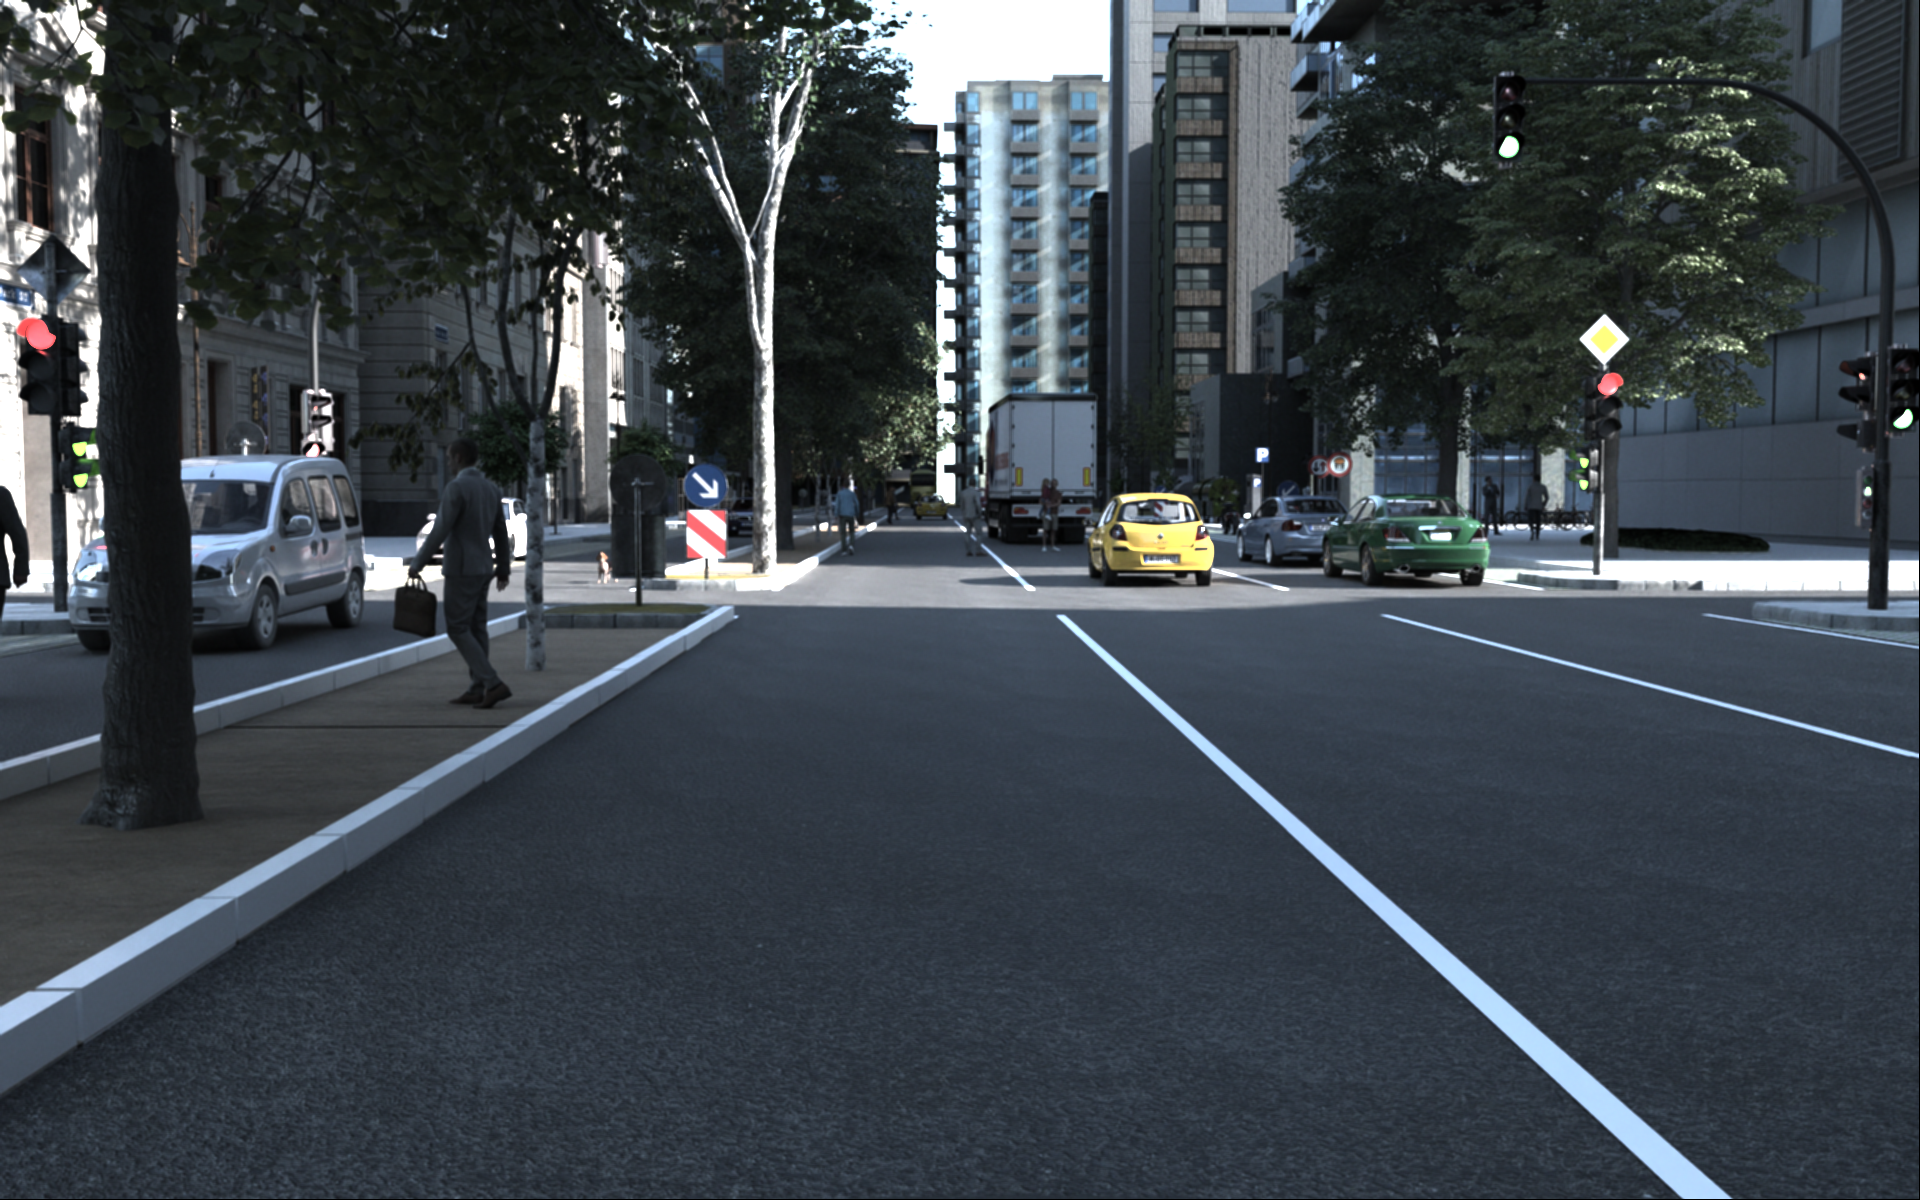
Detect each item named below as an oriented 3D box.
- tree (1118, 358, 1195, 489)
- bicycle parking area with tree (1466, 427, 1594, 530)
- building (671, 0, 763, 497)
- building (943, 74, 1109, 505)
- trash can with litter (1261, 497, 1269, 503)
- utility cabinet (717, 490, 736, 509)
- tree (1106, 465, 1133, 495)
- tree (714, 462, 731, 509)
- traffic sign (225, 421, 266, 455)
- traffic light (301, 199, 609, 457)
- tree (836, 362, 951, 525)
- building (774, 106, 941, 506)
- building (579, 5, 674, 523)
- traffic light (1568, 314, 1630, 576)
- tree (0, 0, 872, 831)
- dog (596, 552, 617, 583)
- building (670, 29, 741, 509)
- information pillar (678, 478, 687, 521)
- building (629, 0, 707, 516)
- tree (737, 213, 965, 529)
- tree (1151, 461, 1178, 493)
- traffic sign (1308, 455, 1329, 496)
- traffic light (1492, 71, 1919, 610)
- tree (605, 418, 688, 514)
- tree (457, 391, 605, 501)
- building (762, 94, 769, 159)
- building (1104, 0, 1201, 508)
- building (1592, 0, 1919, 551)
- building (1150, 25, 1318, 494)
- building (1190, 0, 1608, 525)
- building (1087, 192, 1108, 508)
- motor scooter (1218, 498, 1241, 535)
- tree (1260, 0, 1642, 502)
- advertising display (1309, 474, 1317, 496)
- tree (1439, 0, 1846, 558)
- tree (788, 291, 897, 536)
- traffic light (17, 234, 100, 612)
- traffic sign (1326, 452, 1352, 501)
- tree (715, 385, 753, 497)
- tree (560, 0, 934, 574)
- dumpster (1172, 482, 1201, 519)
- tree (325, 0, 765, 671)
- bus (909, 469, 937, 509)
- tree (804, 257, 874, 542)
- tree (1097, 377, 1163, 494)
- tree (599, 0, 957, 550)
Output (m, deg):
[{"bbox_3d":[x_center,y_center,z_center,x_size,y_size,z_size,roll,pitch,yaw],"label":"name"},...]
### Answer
[{"bbox_3d":[10.681,-8.665,92.039,4.737,8.622,4.395,0,3,0],"label":"tree"},{"bbox_3d":[19.890,-4.803,65.535,9.016,4.147,8.231,3,5,41],"label":"bicycle parking area with tree"},{"bbox_3d":[-24.989,-30.755,152.948,14.600,45.320,14.200,0,4,-1],"label":"building"},{"bbox_3d":[13.232,-35.512,200.235,30.456,49.044,23.786,0,4,-1],"label":"building"},{"bbox_3d":[11.243,-3.102,62.103,0.624,1.170,1.055,-2,4,-25],"label":"trash can with litter"},{"bbox_3d":[-13.672,-5.655,101.140,1.173,1.500,0.318,0,4,-2],"label":"utility cabinet"},{"bbox_3d":[10.404,-7.295,113.868,1.663,3.219,1.824,0,3,0],"label":"tree"},{"bbox_3d":[-14.503,-6.618,102.804,1.663,3.219,1.824,0,3,0],"label":"tree"},{"bbox_3d":[-12.452,-1.839,30.181,0.768,2.556,0.104,0,4,8],"label":"traffic sign"},{"bbox_3d":[-7.846,-3.190,26.820,4.771,5.953,1.251,0,4,-1],"label":"traffic light"},{"bbox_3d":[-4.592,-8.777,80.376,8.767,10.594,7.601,0,4,-1],"label":"tree"},{"bbox_3d":[-16.718,-33.269,198.564,28.867,44.769,22.147,0,4,-1],"label":"building"},{"bbox_3d":[-21.721,-16.367,85.626,12.078,24.808,19.932,0,4,-1],"label":"building"},{"bbox_3d":[10.021,-2.339,27.158,0.839,4.253,0.868,0,4,-1],"label":"traffic light"},{"bbox_3d":[-3.657,-5.323,7.609,7.486,12.596,7.792,0,3,0],"label":"tree"},{"bbox_3d":[-5.706,-0.533,27.996,0.406,0.507,0.540,-2,4,-28],"label":"dog"},{"bbox_3d":[-33.801,-27.033,133.863,32.217,40.220,23.993,0,4,-1],"label":"building"},{"bbox_3d":[-13.084,-4.724,81.724,0.304,2.012,0.304,2,4,26],"label":"information pillar"},{"bbox_3d":[-27.263,-41.117,110.515,20.563,71.187,20.611,0,4,-1],"label":"building"},{"bbox_3d":[-4.535,-9.230,70.368,9.611,12.733,9.660,0,3,0],"label":"tree"},{"bbox_3d":[11.662,-6.387,99.030,1.663,3.219,1.824,0,3,0],"label":"tree"},{"bbox_3d":[11.720,-3.450,56.520,0.768,2.556,0.104,0,4,7],"label":"traffic sign"},{"bbox_3d":[8.091,-2.711,18.992,4.771,5.953,1.251,0,4,-1],"label":"traffic light"},{"bbox_3d":[-13.223,-5.426,72.427,4.285,4.588,4.351,0,3,0],"label":"tree"},{"bbox_3d":[-13.547,-4.231,52.894,4.285,4.588,4.351,0,3,0],"label":"tree"},{"bbox_3d":[-25.537,-29.584,167.292,14.086,41.232,14.154,0,4,-1],"label":"building"},{"bbox_3d":[23.061,-36.941,145.978,21.231,58.520,28.212,0,4,-1],"label":"building"},{"bbox_3d":[33.795,-27.731,42.636,27.495,52.752,28.713,0,4,-1],"label":"building"},{"bbox_3d":[19.802,-20.743,110.855,14.160,30.474,14.107,0,4,-1],"label":"building"},{"bbox_3d":[25.122,-47.257,85.331,22.319,86.520,31.000,0,4,-1],"label":"building"},{"bbox_3d":[19.229,-24.231,167.882,14.160,30.474,14.107,0,4,-1],"label":"building"},{"bbox_3d":[9.461,-2.929,60.661,0.815,1.314,1.986,0,4,-2],"label":"motor scooter"},{"bbox_3d":[12.631,-8.411,44.180,9.857,13.997,8.962,0,3,0],"label":"tree"},{"bbox_3d":[11.332,-3.081,55.588,0.123,1.923,0.974,0,4,4],"label":"advertising display"},{"bbox_3d":[13.421,-7.110,34.374,7.486,12.596,7.792,0,3,0],"label":"tree"},{"bbox_3d":[-4.362,-6.753,63.233,4.737,8.622,4.395,0,3,0],"label":"tree"},{"bbox_3d":[-9.776,-1.825,18.760,0.839,4.253,0.868,0,4,-1],"label":"traffic light"},{"bbox_3d":[11.385,-3.176,52.041,0.768,2.556,0.104,0,4,6],"label":"traffic sign"},{"bbox_3d":[-14.117,-9.863,111.622,4.737,8.622,4.395,0,3,0],"label":"tree"},{"bbox_3d":[-4.752,-10.582,31.365,12.611,20.169,13.585,0,3,0],"label":"tree"},{"bbox_3d":[10.875,-4.702,82.635,1.264,1.857,1.865,0,4,-1],"label":"dumpster"},{"bbox_3d":[-3.450,-3.741,13.986,4.360,8.622,3.978,0,3,0],"label":"tree"},{"bbox_3d":[-3.672,-11.059,172.361,2.896,3.916,12.252,0,4,-1],"label":"bus"},{"bbox_3d":[-4.235,-6.021,51.268,4.360,8.622,3.978,0,3,0],"label":"tree"},{"bbox_3d":[10.454,-9.663,108.349,4.360,8.622,3.978,0,3,0],"label":"tree"},{"bbox_3d":[-4.584,-8.244,43.902,9.857,13.997,8.962,0,3,0],"label":"tree"}]
